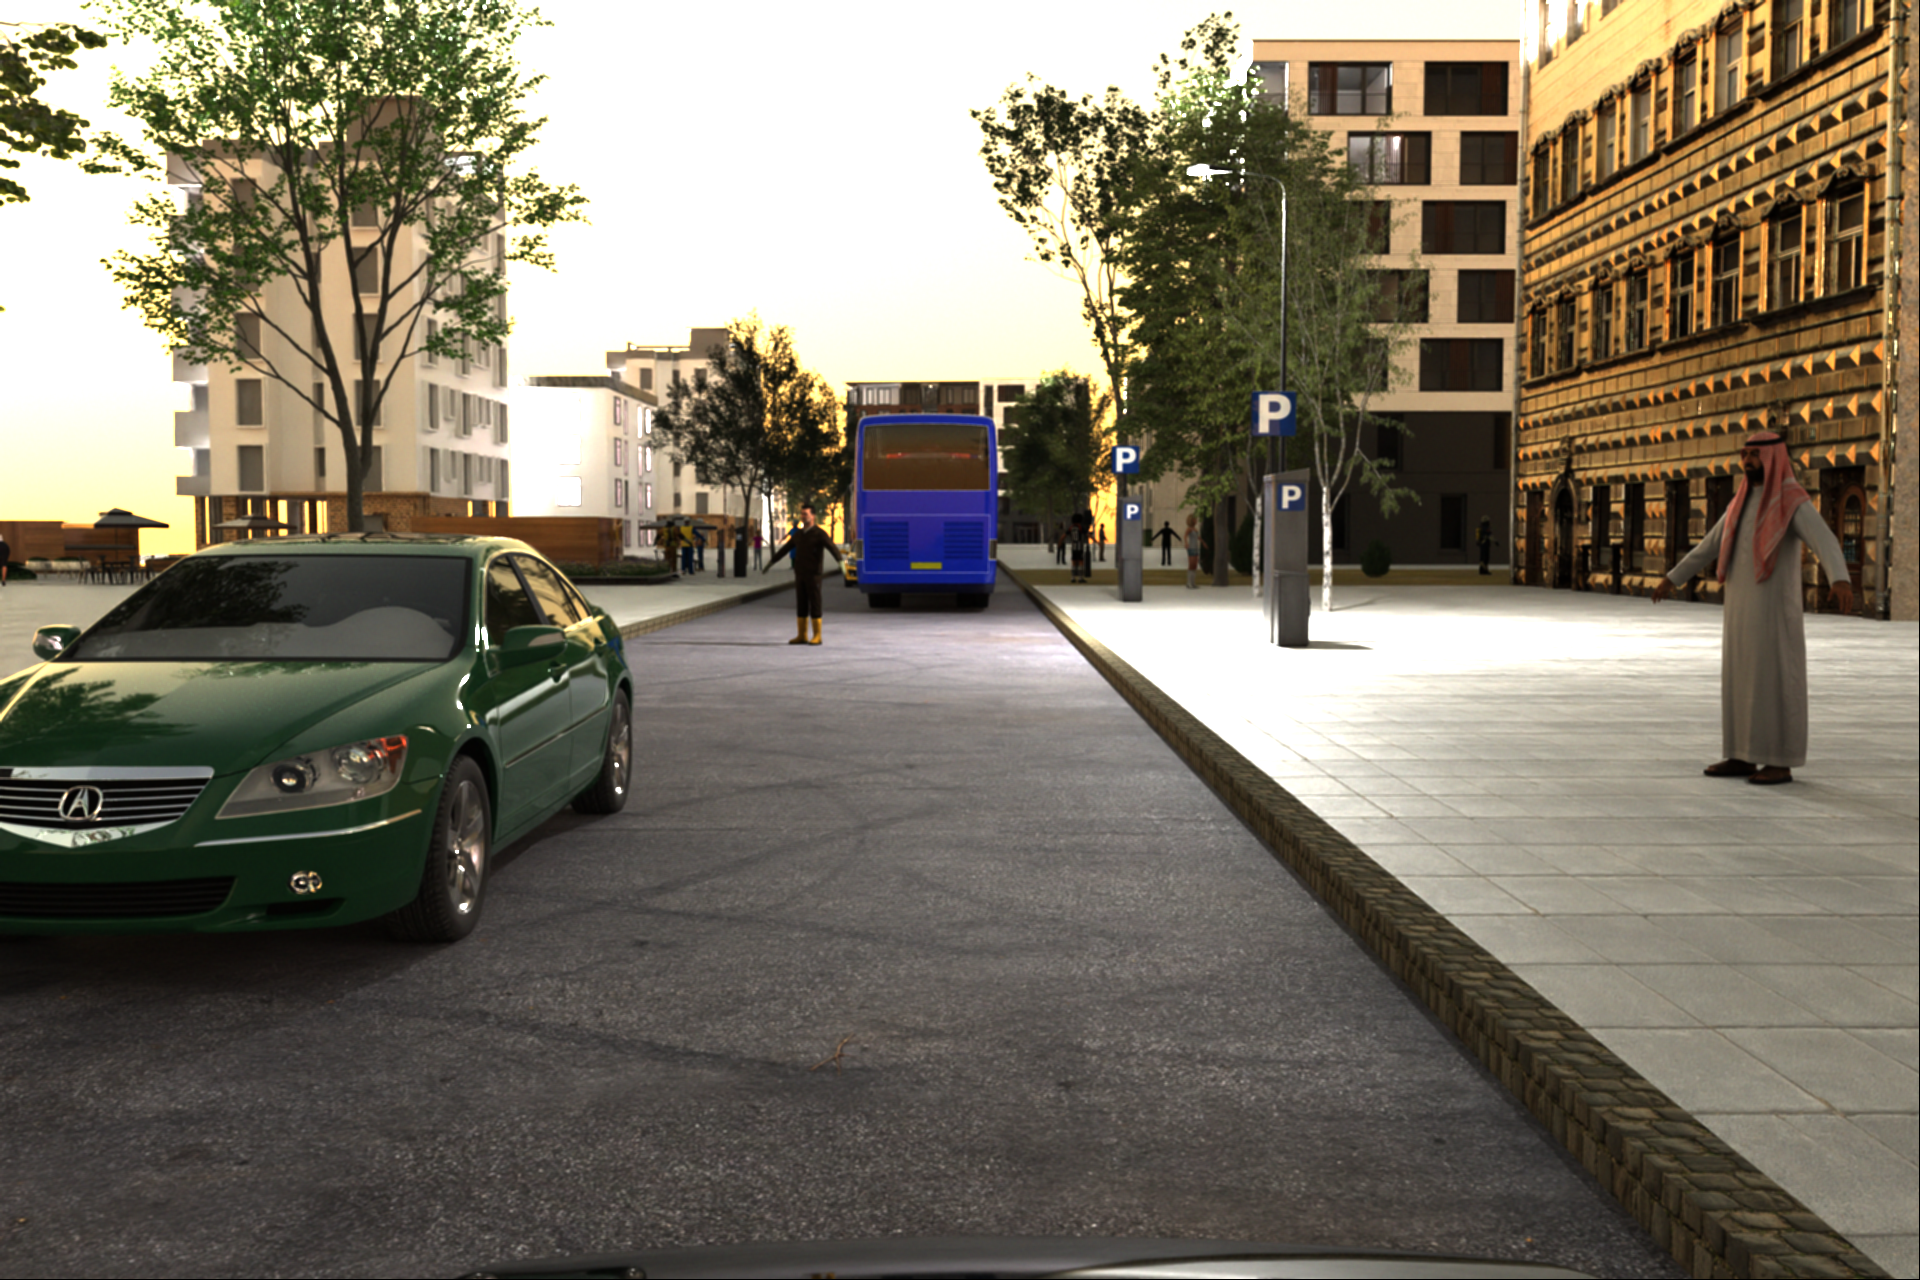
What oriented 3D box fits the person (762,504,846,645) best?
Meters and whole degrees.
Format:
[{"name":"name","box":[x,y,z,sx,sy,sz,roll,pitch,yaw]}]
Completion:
[{"name":"person","box":[-1.978,-0.846,22.433,1.346,1.812,0.704,2,4,33]}]

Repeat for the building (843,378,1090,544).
[{"name":"building","box":[1.497,-24.060,239.815,32.646,21.610,27.936,0,4,5]}]

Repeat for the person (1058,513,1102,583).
[{"name":"person","box":[3.130,-2.429,45.861,1.345,1.843,0.704,2,4,35]}]

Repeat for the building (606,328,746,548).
[{"name":"building","box":[-26.310,-18.558,159.835,16.016,20.090,11.380,0,4,0]}]

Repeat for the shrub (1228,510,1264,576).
[{"name":"shrub","box":[9.067,-3.009,53.612,1.690,2.028,1.600,0,3,0]}]

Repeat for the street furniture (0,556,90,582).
[{"name":"street furniture","box":[-29.782,-2.041,49.002,10.072,0.657,5.734,1,4,20]}]

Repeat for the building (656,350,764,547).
[{"name":"building","box":[-26.900,-19.728,178.968,16.016,20.090,11.380,0,4,1]}]

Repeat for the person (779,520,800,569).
[{"name":"person","box":[-6.063,-3.514,63.581,1.347,1.817,0.704,2,4,32]}]

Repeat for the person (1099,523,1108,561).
[{"name":"person","box":[6.747,-4.629,81.956,0.705,1.796,1.348,0,4,-8]}]

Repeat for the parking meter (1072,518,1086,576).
[{"name":"parking meter","box":[3.642,-2.897,53.078,0.399,1.863,0.255,0,4,0]}]

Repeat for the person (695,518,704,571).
[{"name":"person","box":[-9.126,-3.352,60.659,0.705,1.847,1.347,-1,4,-13]}]

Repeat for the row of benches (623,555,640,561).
[{"name":"row of benches","box":[-11.535,-2.263,52.457,4.104,0.672,1.422,0,4,7]}]

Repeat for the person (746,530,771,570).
[{"name":"person","box":[-7.216,-3.206,61.686,0.991,1.433,0.599,-1,4,-19]}]

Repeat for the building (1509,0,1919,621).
[{"name":"building","box":[22.994,-12.405,33.756,19.493,23.208,18.063,0,4,1]}]

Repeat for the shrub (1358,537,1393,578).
[{"name":"shrub","box":[12.285,-2.451,51.183,1.383,1.207,1.383,0,3,0]}]

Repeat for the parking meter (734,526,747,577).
[{"name":"parking meter","box":[-6.561,-2.646,51.670,0.372,1.533,0.369,0,3,0]}]

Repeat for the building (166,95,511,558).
[{"name":"building","box":[-28.241,-13.436,76.105,16.016,20.090,11.380,0,4,1]}]

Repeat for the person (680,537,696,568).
[{"name":"person","box":[-10.243,-3.590,65.416,0.721,1.740,1.216,-3,4,-39]}]

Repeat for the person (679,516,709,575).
[{"name":"person","box":[-8.563,-2.966,54.460,1.349,1.833,0.705,0,4,6]}]

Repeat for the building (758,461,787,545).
[{"name":"building","box":[-25.479,-16.427,210.728,9.099,9.664,28.070,0,4,1]}]

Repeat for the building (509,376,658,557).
[{"name":"building","box":[-22.988,-10.017,105.920,9.099,9.664,28.070,0,4,1]}]

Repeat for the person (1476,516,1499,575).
[{"name":"person","box":[16.646,-3.001,54.839,0.705,1.856,1.354,-1,4,-10]}]

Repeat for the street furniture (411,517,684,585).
[{"name":"street furniture","box":[-10.646,-2.354,45.339,11.010,1.723,9.812,0,4,-4]}]

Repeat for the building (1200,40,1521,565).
[{"name":"building","box":[25.916,-14.944,88.303,27.936,21.610,32.646,0,3,0]}]

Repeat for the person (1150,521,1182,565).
[{"name":"person","box":[8.485,-3.977,71.216,1.347,1.806,0.705,0,4,-3]}]

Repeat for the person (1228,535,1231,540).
[{"name":"person","box":[10.634,-3.934,70.513,1.347,1.806,0.705,-3,4,-37]}]

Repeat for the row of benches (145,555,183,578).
[{"name":"row of benches","box":[-21.742,-2.177,51.054,4.104,0.672,1.422,-1,4,-21]}]

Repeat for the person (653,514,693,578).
[{"name":"person","box":[-8.493,-2.766,50.985,1.354,1.858,0.705,2,4,24]}]

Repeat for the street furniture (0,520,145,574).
[{"name":"street furniture","box":[-32.022,-3.218,59.462,11.010,1.723,9.812,-2,4,-35]}]

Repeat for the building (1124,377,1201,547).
[{"name":"building","box":[27.029,-19.295,181.935,16.747,18.905,31.486,0,4,0]}]

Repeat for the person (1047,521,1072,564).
[{"name":"person","box":[4.289,-4.105,73.239,1.348,1.813,0.705,-1,4,-15]}]

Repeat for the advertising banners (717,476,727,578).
[{"name":"advertising banners","box":[-7.069,-3.385,51.529,0.090,3.025,2.074,0,4,-1]}]
